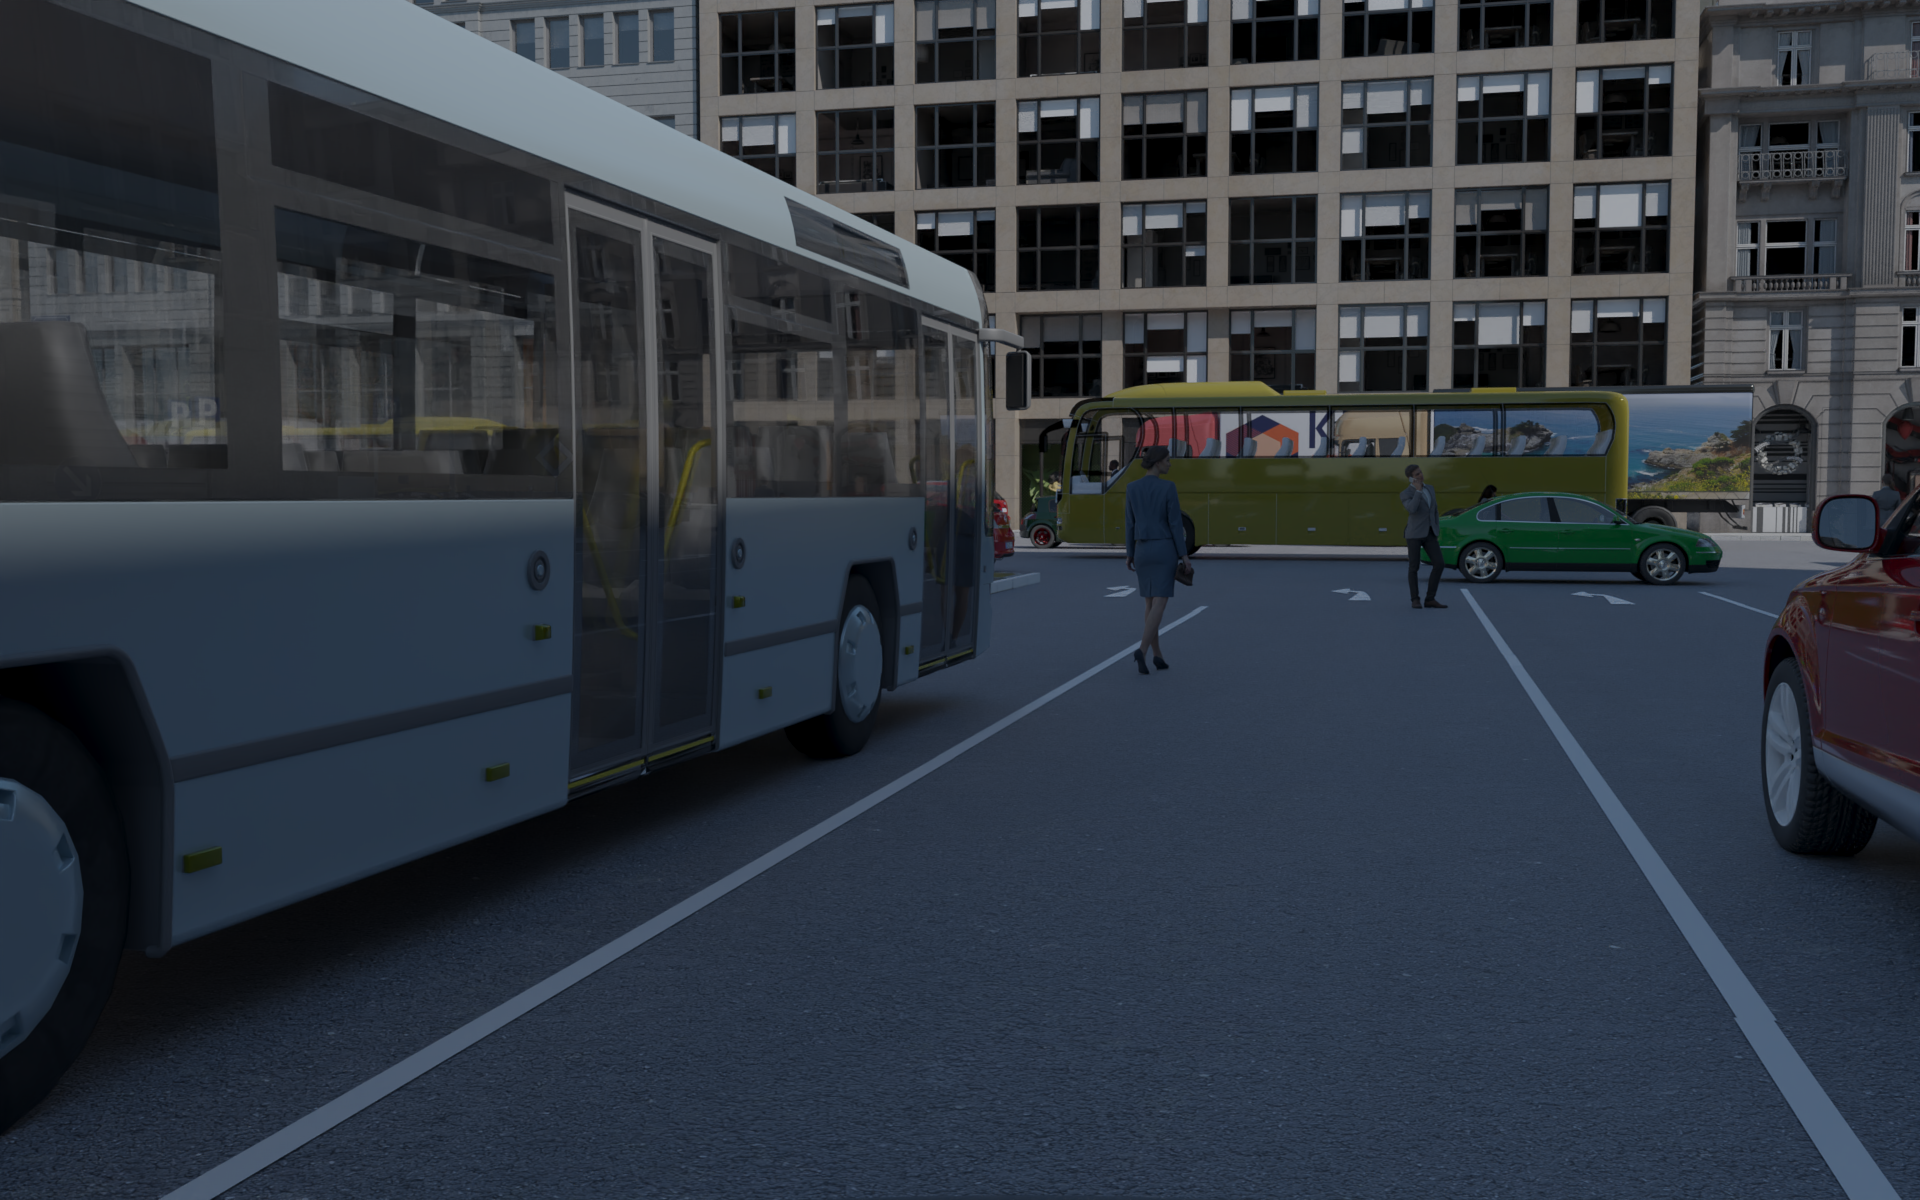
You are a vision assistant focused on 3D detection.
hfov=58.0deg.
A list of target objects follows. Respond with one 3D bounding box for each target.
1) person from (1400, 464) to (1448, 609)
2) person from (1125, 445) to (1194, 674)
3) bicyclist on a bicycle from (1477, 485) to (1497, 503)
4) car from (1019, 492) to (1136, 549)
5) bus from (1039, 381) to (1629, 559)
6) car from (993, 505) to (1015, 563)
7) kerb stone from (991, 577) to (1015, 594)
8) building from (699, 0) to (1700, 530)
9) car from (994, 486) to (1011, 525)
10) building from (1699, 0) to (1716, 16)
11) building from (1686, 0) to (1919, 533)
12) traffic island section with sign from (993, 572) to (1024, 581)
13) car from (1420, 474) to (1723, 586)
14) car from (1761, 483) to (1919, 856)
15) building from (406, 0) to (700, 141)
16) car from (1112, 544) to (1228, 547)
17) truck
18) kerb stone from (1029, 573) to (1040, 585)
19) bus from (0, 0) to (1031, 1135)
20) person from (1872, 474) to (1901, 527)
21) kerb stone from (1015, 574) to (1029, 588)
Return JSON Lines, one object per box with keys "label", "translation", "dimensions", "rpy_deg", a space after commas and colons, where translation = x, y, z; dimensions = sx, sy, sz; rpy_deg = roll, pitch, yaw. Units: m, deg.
{"label": "person", "translation": [5.821, -0.799, 21.739], "dimensions": [0.592, 1.802, 0.473], "rpy_deg": [0, 4, -8]}
{"label": "person", "translation": [1.535, -0.332, 13.947], "dimensions": [0.654, 1.822, 0.581], "rpy_deg": [-3, 5, -44]}
{"label": "bicyclist on a bicycle", "translation": [10.267, -1.429, 33.389], "dimensions": [1.625, 1.676, 1.499], "rpy_deg": [1, 4, 16]}
{"label": "car", "translation": [3.667, -2.199, 45.736], "dimensions": [4.222, 1.686, 2.009], "rpy_deg": [1, 4, 13]}
{"label": "bus", "translation": [8.011, -2.842, 38.021], "dimensions": [12.252, 3.916, 2.896], "rpy_deg": [1, 4, 14]}
{"label": "car", "translation": [-1.240, -1.397, 31.873], "dimensions": [4.494, 1.783, 2.155], "rpy_deg": [1, 4, 14]}
{"label": "kerb stone", "translation": [0.611, -0.215, 25.734], "dimensions": [0.120, 0.150, 1.000], "rpy_deg": [1, 4, 14]}
{"label": "building", "translation": [9.333, -16.151, 68.593], "dimensions": [34.151, 26.468, 19.350], "rpy_deg": [1, 4, 14]}
{"label": "car", "translation": [-1.159, -2.593, 51.076], "dimensions": [5.304, 1.827, 2.281], "rpy_deg": [1, 4, 14]}
{"label": "building", "translation": [56.679, -30.804, 127.351], "dimensions": [21.300, 48.544, 21.600], "rpy_deg": [1, 4, 14]}
{"label": "building", "translation": [36.899, -13.287, 59.048], "dimensions": [24.055, 21.916, 13.314], "rpy_deg": [1, 4, 14]}
{"label": "traffic island section with sign", "translation": [-0.006, -1.183, 27.483], "dimensions": [2.006, 1.907, 1.989], "rpy_deg": [1, 4, 14]}
{"label": "car", "translation": [9.859, -1.187, 28.200], "dimensions": [4.718, 1.807, 1.959], "rpy_deg": [1, 4, 14]}
{"label": "car", "translation": [3.923, 0.217, 5.131], "dimensions": [2.281, 1.827, 5.304], "rpy_deg": [1, 4, 13]}
{"label": "building", "translation": [-22.643, -18.042, 72.472], "dimensions": [29.804, 29.767, 11.434], "rpy_deg": [1, 4, 14]}
{"label": "car", "translation": [5.961, -2.373, 47.836], "dimensions": [4.494, 1.783, 2.155], "rpy_deg": [1, 4, 14]}
{"label": "truck", "translation": [15.089, -3.538, 46.757], "dimensions": [11.283, 4.237, 2.839], "rpy_deg": [1, 4, 16]}
{"label": "kerb stone", "translation": [1.123, -0.338, 27.730], "dimensions": [0.120, 0.150, 1.000], "rpy_deg": [1, 4, 14]}
{"label": "bus", "translation": [-2.461, -0.744, 7.027], "dimensions": [2.948, 3.499, 13.247], "rpy_deg": [1, 4, 15]}
{"label": "person", "translation": [16.535, -1.366, 31.113], "dimensions": [0.520, 1.790, 0.573], "rpy_deg": [0, 4, -2]}
{"label": "kerb stone", "translation": [0.871, -0.278, 26.734], "dimensions": [0.120, 0.150, 1.000], "rpy_deg": [1, 4, 14]}
